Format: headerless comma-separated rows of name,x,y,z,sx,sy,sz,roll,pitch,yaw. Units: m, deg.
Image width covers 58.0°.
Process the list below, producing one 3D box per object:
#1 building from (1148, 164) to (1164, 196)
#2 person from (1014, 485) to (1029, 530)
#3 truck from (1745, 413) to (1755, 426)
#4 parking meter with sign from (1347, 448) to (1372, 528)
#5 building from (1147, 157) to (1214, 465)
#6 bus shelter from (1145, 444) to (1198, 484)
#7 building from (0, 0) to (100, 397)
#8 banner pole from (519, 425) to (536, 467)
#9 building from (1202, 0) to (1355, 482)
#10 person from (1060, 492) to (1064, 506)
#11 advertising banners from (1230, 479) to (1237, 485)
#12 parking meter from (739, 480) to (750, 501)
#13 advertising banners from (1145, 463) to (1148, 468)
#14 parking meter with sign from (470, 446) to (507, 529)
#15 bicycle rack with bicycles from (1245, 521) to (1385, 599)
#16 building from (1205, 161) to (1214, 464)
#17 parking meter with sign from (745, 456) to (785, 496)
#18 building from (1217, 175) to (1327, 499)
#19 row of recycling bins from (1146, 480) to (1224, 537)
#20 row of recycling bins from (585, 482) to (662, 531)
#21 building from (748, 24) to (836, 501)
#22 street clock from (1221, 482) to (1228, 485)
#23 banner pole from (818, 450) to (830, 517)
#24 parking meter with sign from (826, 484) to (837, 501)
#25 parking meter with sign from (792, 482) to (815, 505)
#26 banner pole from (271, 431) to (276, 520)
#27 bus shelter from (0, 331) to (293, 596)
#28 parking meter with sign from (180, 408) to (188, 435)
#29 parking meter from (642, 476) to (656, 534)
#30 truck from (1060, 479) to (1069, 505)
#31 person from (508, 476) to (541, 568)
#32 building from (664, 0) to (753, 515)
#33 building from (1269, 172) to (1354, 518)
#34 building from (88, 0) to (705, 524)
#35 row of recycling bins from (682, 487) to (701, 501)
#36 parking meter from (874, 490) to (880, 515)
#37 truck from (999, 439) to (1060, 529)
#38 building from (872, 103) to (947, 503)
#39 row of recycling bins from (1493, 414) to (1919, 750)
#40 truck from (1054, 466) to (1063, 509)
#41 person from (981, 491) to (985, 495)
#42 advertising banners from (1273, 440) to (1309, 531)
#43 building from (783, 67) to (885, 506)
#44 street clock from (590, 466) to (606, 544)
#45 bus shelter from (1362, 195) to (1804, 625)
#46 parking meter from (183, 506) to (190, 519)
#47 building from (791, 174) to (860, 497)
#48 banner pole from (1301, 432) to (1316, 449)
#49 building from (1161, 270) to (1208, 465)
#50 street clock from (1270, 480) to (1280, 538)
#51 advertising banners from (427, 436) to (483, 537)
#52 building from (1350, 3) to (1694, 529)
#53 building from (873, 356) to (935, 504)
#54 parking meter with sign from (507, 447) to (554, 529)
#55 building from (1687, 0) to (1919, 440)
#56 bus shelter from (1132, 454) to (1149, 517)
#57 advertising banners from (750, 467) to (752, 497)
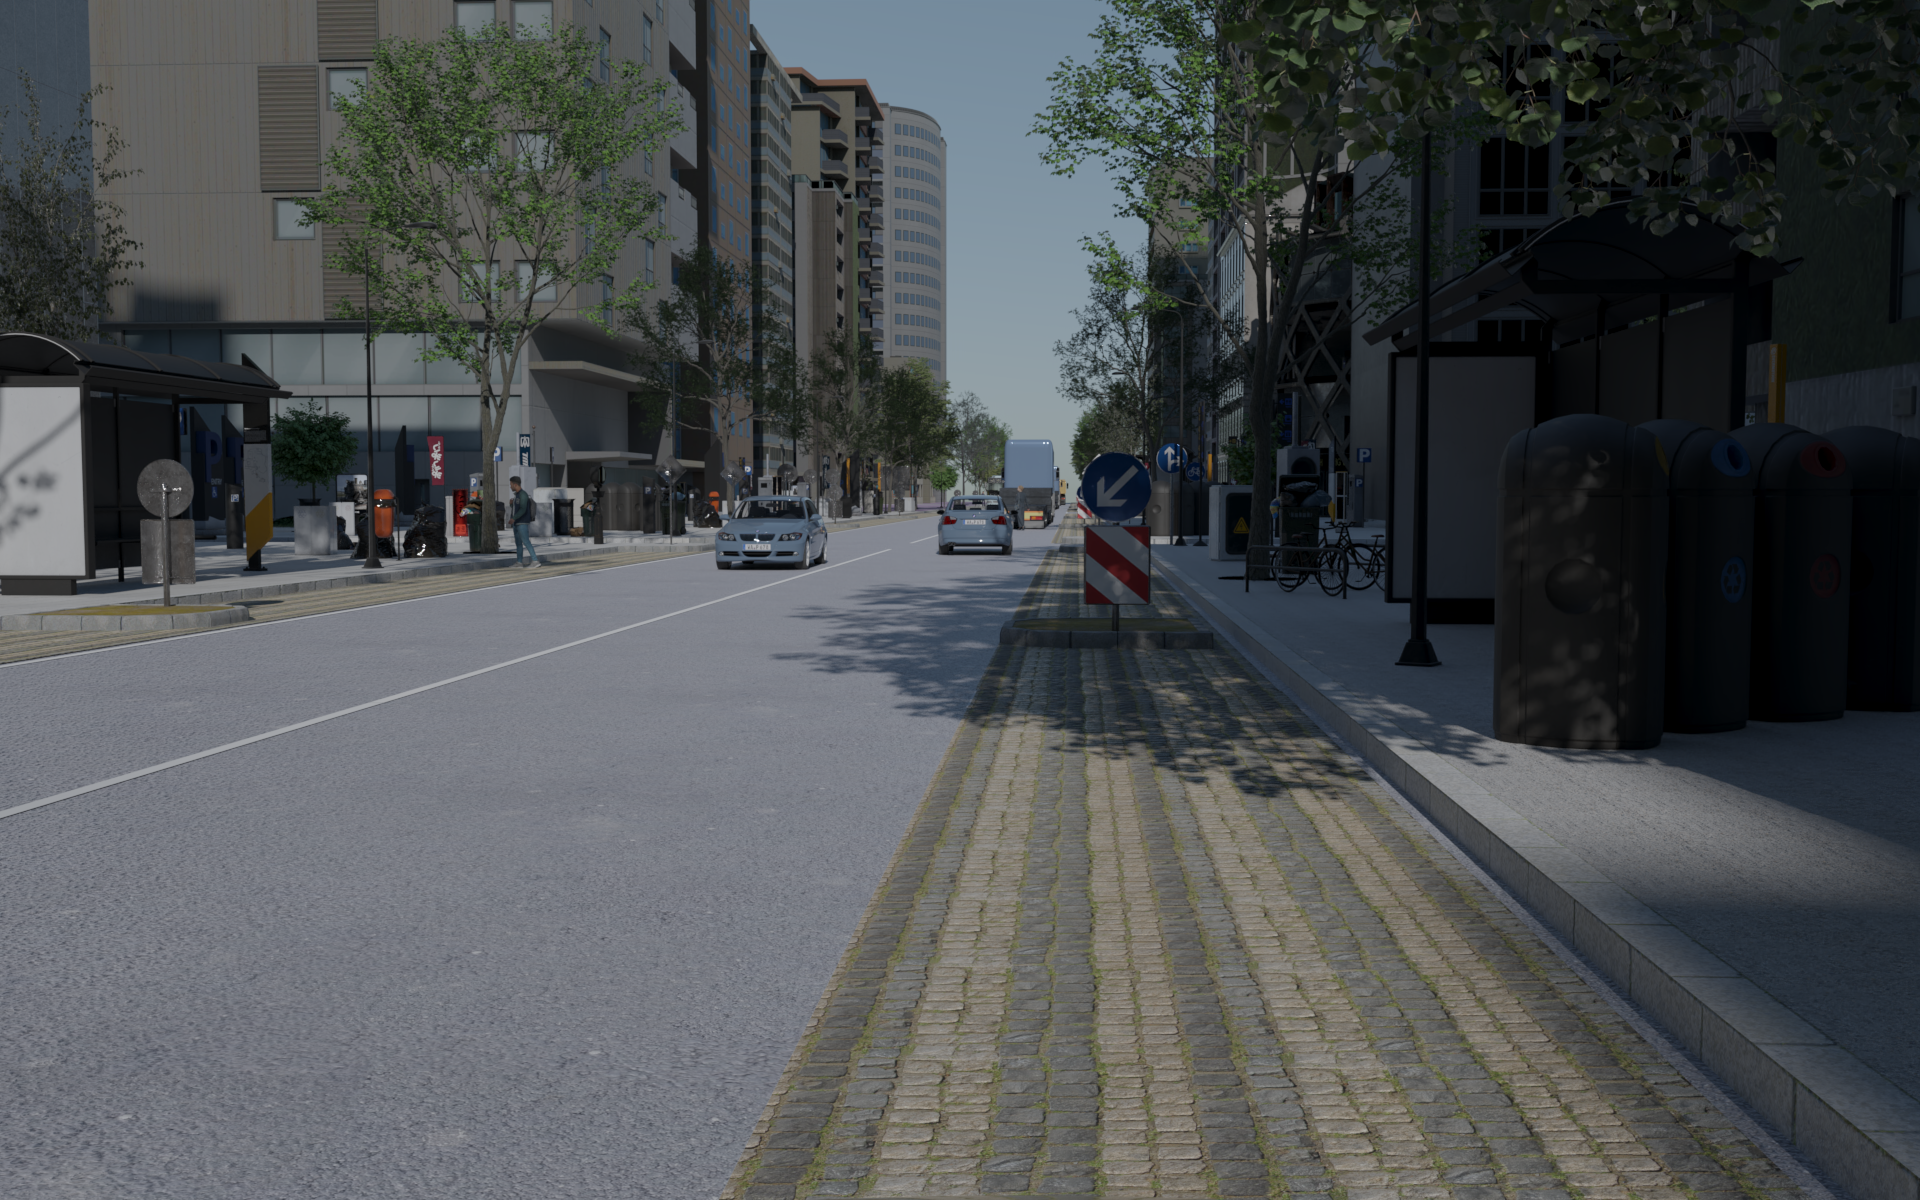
building,43.383,-41.555,268.656,28.713,52.752,27.495,0,4,4
person,2.450,-3.631,68.291,0.534,1.772,0.576,2,4,30
truck,21.235,-3.463,45.528,11.283,4.237,2.839,0,4,6
parking meter with sign,15.240,-4.294,66.474,0.543,3.016,1.738,0,4,-4
building,37.636,-37.976,244.611,21.300,48.544,21.600,0,4,4
bus shelter,8.865,-4.835,72.977,2.014,3.302,5.546,0,4,4
building,-28.369,-12.995,30.491,19.932,24.808,12.078,0,4,4
banner pole,-15.743,-4.482,63.294,0.863,3.779,0.401,1,4,21
building,31.768,-43.912,156.213,20.563,71.187,20.611,0,4,4
person,11.974,-12.062,206.240,0.721,1.766,1.217,3,5,39
advertising banners,14.172,-5.483,85.831,2.074,3.025,0.090,3,5,44
parking meter,-8.810,-3.976,70.723,0.399,1.863,0.255,-2,4,-26
advertising banners,10.869,-6.149,96.715,2.074,3.025,0.090,-3,5,-39
parking meter with sign,-17.420,-4.073,62.859,0.543,3.016,1.738,2,4,32
bicycle rack with bicycles,4.991,-0.559,22.528,2.852,0.926,2.925,-2,4,-31
building,38.544,-29.851,179.943,32.217,40.220,23.993,0,4,4
parking meter with sign,-8.907,-5.082,79.359,1.738,3.016,0.543,0,4,-3
building,22.803,-16.328,116.117,9.793,20.994,18.267,0,4,4
row of recycling bins,7.064,-2.843,53.592,1.069,1.692,3.534,3,5,44
row of recycling bins,-11.819,-3.282,60.774,3.534,1.692,1.069,2,4,35
building,-26.698,-27.405,139.960,32.217,40.220,23.993,0,4,4
street clock,15.595,-5.972,102.216,0.358,2.002,0.471,-3,5,-40
banner pole,-7.973,-6.782,100.906,0.863,3.779,0.401,0,4,3
parking meter with sign,-9.166,-7.972,126.603,0.543,3.016,1.738,3,4,38
parking meter with sign,-10.115,-7.055,111.603,1.738,3.016,0.543,2,4,26
banner pole,-27.530,-4.833,69.029,0.401,3.779,0.863,2,4,27
bus shelter,-11.568,-1.860,24.339,2.014,3.302,5.546,0,4,4
parking meter with sign,-16.305,-2.341,34.530,0.543,3.016,1.738,2,4,28
parking meter,-10.035,-3.075,55.990,0.399,1.863,0.255,1,4,8
truck,12.573,-14.160,227.442,3.469,3.379,9.791,0,4,3
person,-8.477,-1.503,33.414,0.721,1.781,0.623,-3,5,-40
building,-21.947,-28.391,114.308,14.600,45.320,14.200,0,4,4
building,25.885,-14.093,97.875,16.820,18.784,16.811,0,4,4
building,-28.655,-30.363,85.670,28.713,52.752,27.495,0,4,4
row of recycling bins,-17.273,-5.896,103.513,3.534,1.692,1.069,0,4,-5
parking meter,-5.046,-5.898,104.835,0.372,1.533,0.369,0,3,0
truck,2.941,-5.491,79.538,2.967,4.110,18.799,0,4,4
building,-13.531,-44.000,261.400,21.231,58.520,28.212,0,4,4
row of recycling bins,4.306,-0.165,9.805,3.534,1.692,1.069,-2,4,-34
truck,7.788,-10.406,159.900,2.967,4.110,18.799,0,4,5
person,2.659,-11.097,190.392,0.568,1.767,0.683,2,4,31
advertising banners,10.418,-3.666,56.123,2.074,3.025,0.090,-2,4,-24
building,-19.641,-32.178,180.741,22.147,44.769,28.867,0,4,4
street clock,-9.220,-2.421,44.151,0.358,2.002,0.471,1,4,15
bus shelter,4.830,-1.259,14.501,2.014,3.302,5.546,0,4,4
parking meter,-25.903,-3.019,57.774,0.372,1.533,0.369,0,3,0
building,-17.064,-23.698,159.164,14.160,30.474,14.107,0,4,4
banner pole,13.886,-4.866,69.583,0.863,3.779,0.401,1,4,16
building,33.356,-27.861,227.232,14.160,30.474,14.107,0,4,4
street clock,9.387,-2.839,50.991,0.471,2.002,0.358,2,4,27
advertising banners,-14.957,-3.409,51.921,2.074,3.025,0.090,0,4,6
building,27.622,-16.524,63.674,24.014,27.812,14.314,0,4,4
building,-18.285,-23.807,234.280,27.650,21.520,28.899,0,4,4
parking meter with sign,-15.939,-4.151,64.135,1.738,3.016,0.543,0,4,-7
building,19.097,-15.579,26.423,14.160,30.474,14.107,0,4,4
bus shelter,10.120,-6.714,101.061,1.731,3.624,6.357,0,4,4
advertising banners,-13.623,-7.065,111.692,0.090,3.025,2.074,0,4,6
